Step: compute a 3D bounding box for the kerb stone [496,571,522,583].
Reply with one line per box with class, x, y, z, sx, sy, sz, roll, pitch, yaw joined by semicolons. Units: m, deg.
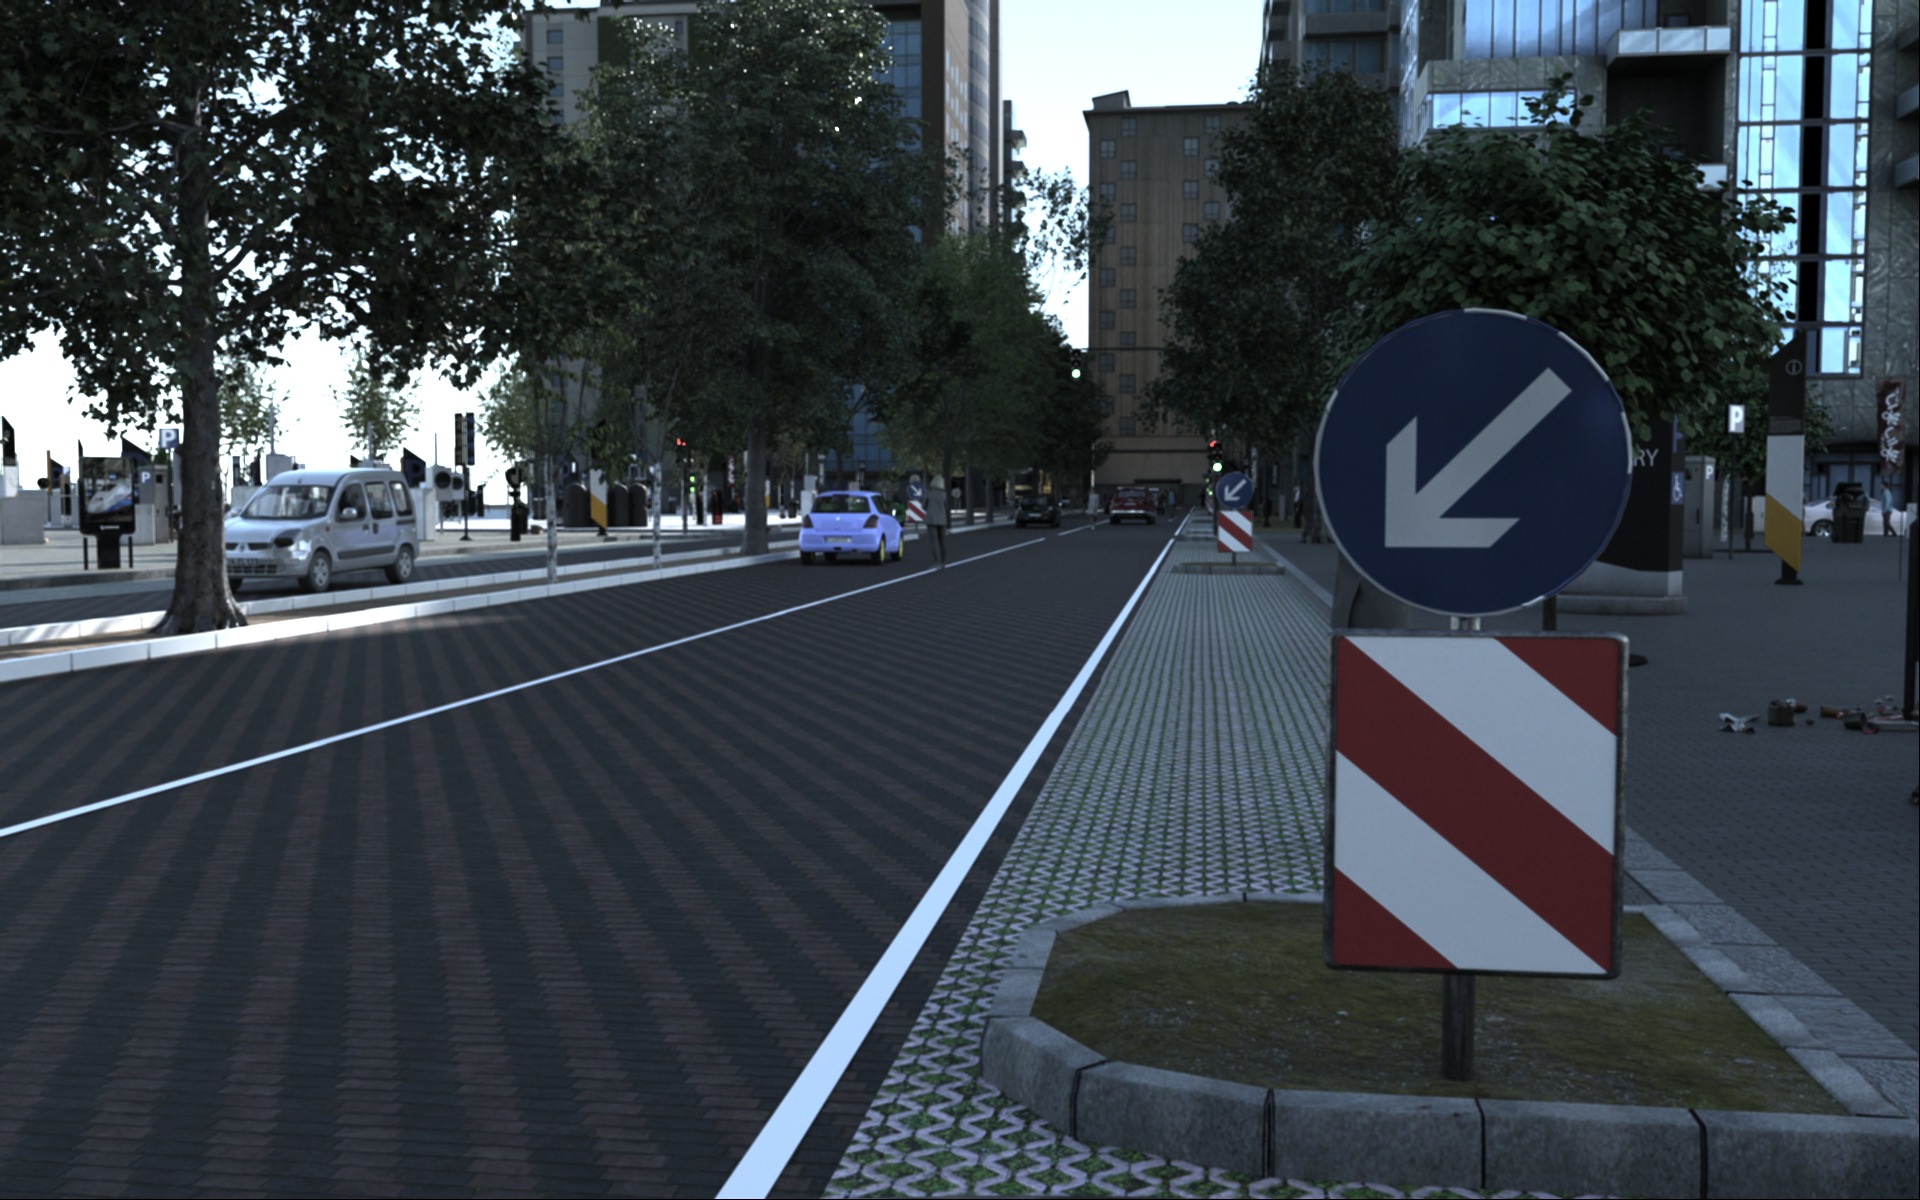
kerb stone;-7.389;-0.357;28.028;0.120;0.150;1.000;0;4;8

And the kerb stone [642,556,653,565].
kerb stone;-6.393;-0.787;35.153;0.120;0.150;1.000;0;4;8

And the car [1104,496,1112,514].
car;11.463;-6.944;126.109;1.945;1.354;3.894;1;4;9

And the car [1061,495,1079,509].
car;10.852;-9.798;172.771;1.945;1.354;3.894;1;4;9

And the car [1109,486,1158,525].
car;8.315;-4.554;83.131;2.281;1.827;5.304;1;4;9

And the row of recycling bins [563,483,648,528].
row of recycling bins;-13.598;-3.646;66.719;3.534;1.692;1.069;-3;5;-43

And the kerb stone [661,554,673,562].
kerb stone;-6.248;-0.853;36.165;0.120;0.150;1.000;0;4;8

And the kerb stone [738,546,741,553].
kerb stone;-5.391;-1.219;42.252;0.120;0.150;1.000;0;4;8

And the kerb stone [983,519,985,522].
kerb stone;1.066;-4.051;88.424;0.120;0.150;1.000;0;4;8

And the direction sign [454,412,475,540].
direction sign;-13.742;-3.432;48.112;0.876;3.537;0.379;3;4;38

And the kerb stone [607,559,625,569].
kerb stone;-6.671;-0.665;33.116;0.120;0.150;1.000;0;4;8

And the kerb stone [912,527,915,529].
kerb stone;-1.913;-2.747;67.135;0.120;0.150;1.000;0;4;8

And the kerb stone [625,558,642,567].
kerb stone;-6.537;-0.730;34.137;0.120;0.150;1.000;0;4;8

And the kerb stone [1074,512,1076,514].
kerb stone;7.840;-6.079;121.596;0.120;0.150;1.000;0;4;8

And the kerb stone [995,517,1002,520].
kerb stone;2.069;-4.485;95.532;0.120;0.150;1.000;0;4;8

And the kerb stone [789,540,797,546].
kerb stone;-4.686;-1.537;47.328;0.120;0.150;1.000;0;4;8

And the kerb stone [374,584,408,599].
kerb stone;-7.954;-0.106;23.963;0.120;0.150;1.000;0;4;8

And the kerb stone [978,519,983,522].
kerb stone;0.926;-3.987;87.411;0.120;0.150;1.000;0;4;8

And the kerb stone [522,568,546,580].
kerb stone;-7.239;-0.419;29.046;0.120;0.150;1.000;0;4;8

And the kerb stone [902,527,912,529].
kerb stone;-2.052;-2.686;66.106;0.120;0.150;1.000;0;4;8

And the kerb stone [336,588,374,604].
kerb stone;-8.099;-0.046;22.951;0.120;0.150;1.000;0;4;8

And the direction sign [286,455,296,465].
direction sign;-38.876;-6.636;100.497;0.379;3.537;0.876;2;4;35

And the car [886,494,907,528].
car;-3.225;-3.597;67.603;1.959;1.807;4.718;0;4;8

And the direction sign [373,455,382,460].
direction sign;-33.446;-6.573;99.472;0.379;3.537;0.876;2;4;32

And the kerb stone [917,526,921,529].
kerb stone;-1.771;-2.808;68.158;0.120;0.150;1.000;0;4;8

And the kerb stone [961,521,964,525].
kerb stone;-0.061;-3.546;80.317;0.120;0.150;1.000;0;4;8

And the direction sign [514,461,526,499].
direction sign;-29.954;-7.708;118.021;0.876;3.537;0.379;0;4;5

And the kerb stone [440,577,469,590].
kerb stone;-7.674;-0.232;25.990;0.120;0.150;1.000;0;4;8

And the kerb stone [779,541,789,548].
kerb stone;-4.826;-1.475;46.310;0.120;0.150;1.000;0;4;8

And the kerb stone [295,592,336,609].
kerb stone;-8.239;0.016;21.939;0.120;0.150;1.000;0;4;8

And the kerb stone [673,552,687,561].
kerb stone;-6.113;-0.917;37.181;0.120;0.150;1.000;0;4;8

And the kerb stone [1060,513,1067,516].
kerb stone;6.837;-5.645;114.493;0.120;0.150;1.000;0;4;8

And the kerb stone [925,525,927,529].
kerb stone;-1.486;-2.932;70.187;0.120;0.150;1.000;0;4;8

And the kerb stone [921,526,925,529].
kerb stone;-1.625;-2.873;69.172;0.120;0.150;1.000;0;4;8

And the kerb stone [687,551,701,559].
kerb stone;-5.966;-0.976;38.199;0.120;0.150;1.000;0;4;8

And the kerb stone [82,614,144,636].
kerb stone;-8.807;0.268;17.867;0.120;0.150;1.000;0;4;8

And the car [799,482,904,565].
car;-2.219;-1.632;36.267;1.945;1.707;3.694;0;4;7

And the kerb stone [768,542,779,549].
kerb stone;-4.974;-1.413;45.297;0.120;0.150;1.000;0;4;8

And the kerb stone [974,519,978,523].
kerb stone;0.643;-3.861;85.386;0.120;0.150;1.000;0;4;8

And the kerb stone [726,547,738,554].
kerb stone;-5.541;-1.164;41.240;0.120;0.150;1.000;0;4;8

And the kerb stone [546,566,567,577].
kerb stone;-7.100;-0.481;30.058;0.120;0.150;1.000;0;4;8

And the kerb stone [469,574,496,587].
kerb stone;-7.533;-0.294;27.002;0.120;0.150;1.000;0;4;8

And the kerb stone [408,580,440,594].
kerb stone;-7.815;-0.170;24.978;0.120;0.150;1.000;0;4;8

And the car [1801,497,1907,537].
car;28.320;-2.587;54.660;4.827;1.381;2.083;0;4;6

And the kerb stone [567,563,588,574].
kerb stone;-6.955;-0.543;31.070;0.120;0.150;1.000;0;4;8

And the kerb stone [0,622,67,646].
kerb stone;-8.951;0.327;16.853;0.120;0.150;1.000;0;4;8

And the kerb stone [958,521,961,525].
kerb stone;-0.207;-3.493;79.303;0.120;0.150;1.000;0;4;8

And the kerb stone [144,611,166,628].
kerb stone;-8.667;0.202;18.886;0.120;0.150;1.000;0;4;8

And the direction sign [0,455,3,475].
direction sign;-55.586;-6.646;100.660;0.876;3.537;0.379;-1;4;-17

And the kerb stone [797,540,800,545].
kerb stone;-4.542;-1.598;48.344;0.120;0.150;1.000;0;4;8

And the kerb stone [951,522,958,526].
kerb stone;-0.351;-3.428;78.289;0.120;0.150;1.000;0;4;8

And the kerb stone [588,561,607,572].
kerb stone;-6.822;-0.605;32.086;0.120;0.150;1.000;0;4;8

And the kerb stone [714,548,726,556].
kerb stone;-5.679;-1.103;40.228;0.120;0.150;1.000;0;4;8

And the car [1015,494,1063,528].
car;3.355;-3.936;74.141;2.009;1.686;4.222;0;4;7

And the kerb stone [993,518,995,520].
kerb stone;1.636;-4.297;92.476;0.120;0.150;1.000;0;4;8

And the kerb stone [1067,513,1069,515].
kerb stone;6.977;-5.707;115.505;0.120;0.150;1.000;0;4;8

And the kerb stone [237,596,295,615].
kerb stone;-8.380;0.079;20.927;0.120;0.150;1.000;0;4;8

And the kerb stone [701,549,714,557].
kerb stone;-5.821;-1.041;39.213;0.120;0.150;1.000;0;4;8

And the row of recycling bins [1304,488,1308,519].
row of recycling bins;18.184;-4.895;87.140;1.069;1.692;3.534;0;4;-5
